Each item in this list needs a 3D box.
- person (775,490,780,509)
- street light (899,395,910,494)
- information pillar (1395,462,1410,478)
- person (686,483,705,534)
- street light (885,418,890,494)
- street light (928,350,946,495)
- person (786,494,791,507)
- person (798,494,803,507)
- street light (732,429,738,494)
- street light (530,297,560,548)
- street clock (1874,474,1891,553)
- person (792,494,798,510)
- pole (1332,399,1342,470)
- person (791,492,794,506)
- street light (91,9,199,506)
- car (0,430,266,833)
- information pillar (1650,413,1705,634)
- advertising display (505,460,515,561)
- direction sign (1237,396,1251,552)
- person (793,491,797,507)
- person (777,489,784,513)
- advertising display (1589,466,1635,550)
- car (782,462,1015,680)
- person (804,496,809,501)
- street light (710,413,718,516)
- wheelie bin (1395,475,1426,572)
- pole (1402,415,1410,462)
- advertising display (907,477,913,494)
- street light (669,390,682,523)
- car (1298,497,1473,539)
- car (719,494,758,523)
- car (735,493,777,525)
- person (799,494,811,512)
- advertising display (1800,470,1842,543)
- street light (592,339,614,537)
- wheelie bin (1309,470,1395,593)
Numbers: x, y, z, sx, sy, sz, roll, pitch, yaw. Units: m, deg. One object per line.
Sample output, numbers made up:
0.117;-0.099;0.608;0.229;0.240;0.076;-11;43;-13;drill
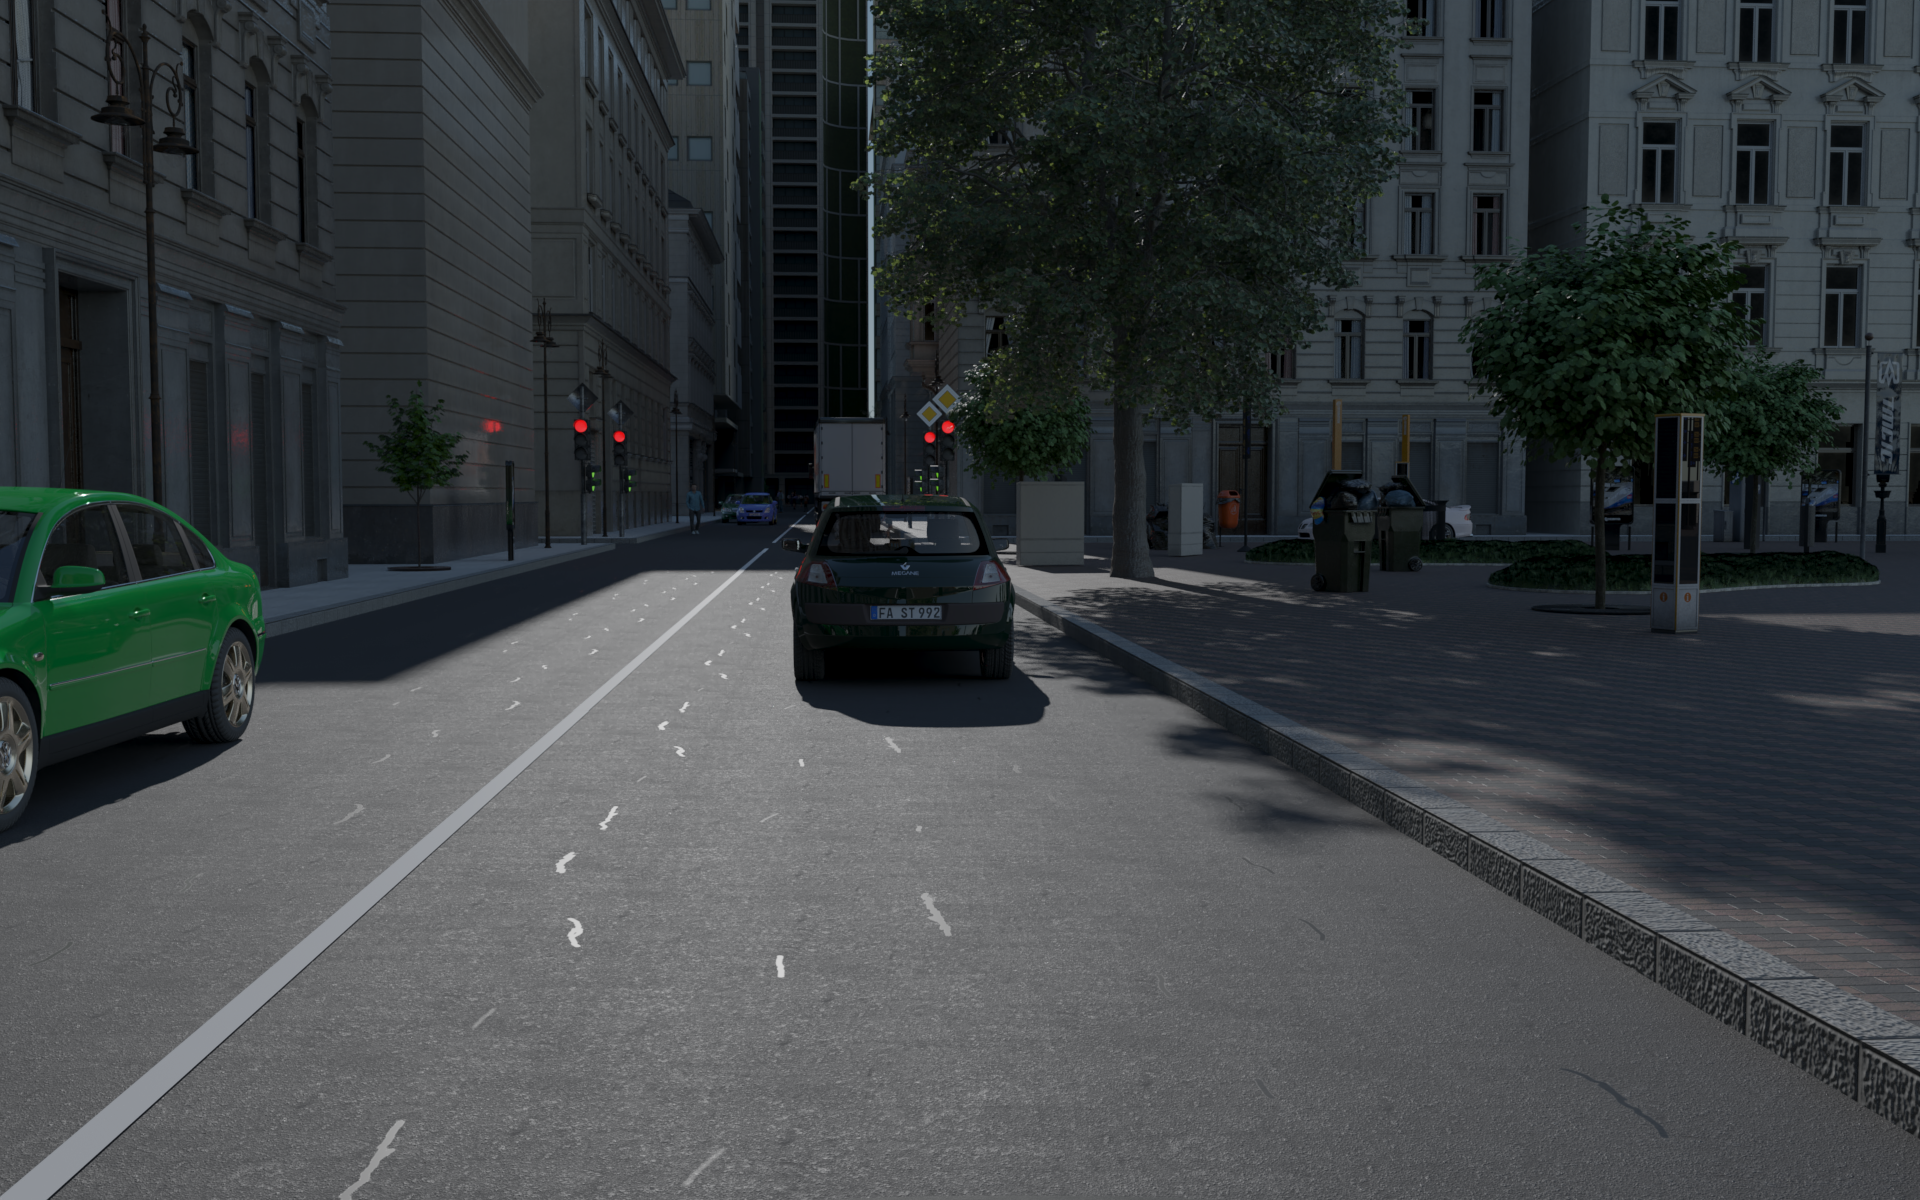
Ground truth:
-17.622;-9.741;167.628;0.599;1.838;0.709;2;4;32;person
-2.517;-6.524;79.462;0.468;5.910;1.993;0;4;-4;street light
10.050;-2.134;39.389;0.304;2.012;0.304;1;4;17;information pillar
-9.518;-3.282;62.175;0.660;1.820;0.620;-2;4;-25;person
-4.356;-7.974;103.166;0.468;5.910;1.993;0;4;-4;street light
-0.744;-5.074;55.753;0.468;5.910;1.993;0;4;-4;street light
-19.363;-11.257;195.735;0.799;1.438;0.628;1;4;17;person
-17.198;-10.683;186.348;0.628;1.438;0.799;0;4;-3;person
-16.030;-9.204;123.273;0.468;5.910;1.993;0;4;-4;street light
-9.776;-4.166;40.907;0.468;5.910;1.993;0;4;-4;street light
20.133;-2.033;37.815;0.358;2.002;0.471;1;4;22;street clock
-15.202;-9.064;159.928;0.421;1.427;0.697;3;4;37;person
8.119;-2.661;37.350;0.158;3.312;0.155;0;3;0;pole
-19.669;-11.840;203.006;0.541;1.710;0.530;-3;4;-38;person
-8.014;-2.716;17.197;0.468;5.910;1.993;0;4;-4;street light
-4.979;0.012;8.608;1.959;1.807;4.718;0;4;-3;car
6.604;-0.701;15.954;0.304;2.012;0.304;-2;4;-25;information pillar
-8.706;-1.733;33.552;0.123;1.923;0.974;-1;4;-12;advertising display
6.348;-2.838;38.400;0.379;3.537;0.876;0;4;-1;direction sign
-18.288;-11.237;192.191;0.705;1.831;1.348;-1;4;-22;person
-13.729;-7.583;132.559;0.705;1.814;1.350;-2;4;-24;person
14.866;-2.097;39.502;0.974;1.923;0.123;0;4;0;advertising display
-0.531;-0.304;14.752;2.009;1.686;4.222;0;4;-4;car
-17.563;-11.365;197.501;0.628;1.438;0.799;-2;4;-24;person
-14.147;-7.754;99.572;0.468;5.910;1.993;0;4;-4;street light
7.318;-1.279;28.827;0.693;1.594;0.980;0;4;-7;wheelie bin
11.455;-3.102;44.567;0.158;3.312;0.155;0;3;0;pole
-1.874;-3.647;64.850;0.123;1.923;0.974;-1;4;-9;advertising display
-12.410;-6.304;75.859;0.468;5.910;1.993;0;4;-4;street light
11.865;-2.206;48.429;4.827;1.381;2.083;0;4;-6;car
-11.009;-4.600;87.013;2.131;1.459;4.920;0;4;-5;car
-9.448;-4.347;80.658;1.945;1.707;3.694;0;4;-3;car
-12.433;-7.818;139.580;1.065;1.426;0.557;1;4;21;person
22.854;-2.495;46.011;0.974;1.923;0.123;3;5;44;advertising display
-10.651;-4.832;51.787;0.468;5.910;1.993;0;4;-4;street light
5.077;-0.910;22.785;0.980;1.594;0.693;-2;4;-35;wheelie bin
